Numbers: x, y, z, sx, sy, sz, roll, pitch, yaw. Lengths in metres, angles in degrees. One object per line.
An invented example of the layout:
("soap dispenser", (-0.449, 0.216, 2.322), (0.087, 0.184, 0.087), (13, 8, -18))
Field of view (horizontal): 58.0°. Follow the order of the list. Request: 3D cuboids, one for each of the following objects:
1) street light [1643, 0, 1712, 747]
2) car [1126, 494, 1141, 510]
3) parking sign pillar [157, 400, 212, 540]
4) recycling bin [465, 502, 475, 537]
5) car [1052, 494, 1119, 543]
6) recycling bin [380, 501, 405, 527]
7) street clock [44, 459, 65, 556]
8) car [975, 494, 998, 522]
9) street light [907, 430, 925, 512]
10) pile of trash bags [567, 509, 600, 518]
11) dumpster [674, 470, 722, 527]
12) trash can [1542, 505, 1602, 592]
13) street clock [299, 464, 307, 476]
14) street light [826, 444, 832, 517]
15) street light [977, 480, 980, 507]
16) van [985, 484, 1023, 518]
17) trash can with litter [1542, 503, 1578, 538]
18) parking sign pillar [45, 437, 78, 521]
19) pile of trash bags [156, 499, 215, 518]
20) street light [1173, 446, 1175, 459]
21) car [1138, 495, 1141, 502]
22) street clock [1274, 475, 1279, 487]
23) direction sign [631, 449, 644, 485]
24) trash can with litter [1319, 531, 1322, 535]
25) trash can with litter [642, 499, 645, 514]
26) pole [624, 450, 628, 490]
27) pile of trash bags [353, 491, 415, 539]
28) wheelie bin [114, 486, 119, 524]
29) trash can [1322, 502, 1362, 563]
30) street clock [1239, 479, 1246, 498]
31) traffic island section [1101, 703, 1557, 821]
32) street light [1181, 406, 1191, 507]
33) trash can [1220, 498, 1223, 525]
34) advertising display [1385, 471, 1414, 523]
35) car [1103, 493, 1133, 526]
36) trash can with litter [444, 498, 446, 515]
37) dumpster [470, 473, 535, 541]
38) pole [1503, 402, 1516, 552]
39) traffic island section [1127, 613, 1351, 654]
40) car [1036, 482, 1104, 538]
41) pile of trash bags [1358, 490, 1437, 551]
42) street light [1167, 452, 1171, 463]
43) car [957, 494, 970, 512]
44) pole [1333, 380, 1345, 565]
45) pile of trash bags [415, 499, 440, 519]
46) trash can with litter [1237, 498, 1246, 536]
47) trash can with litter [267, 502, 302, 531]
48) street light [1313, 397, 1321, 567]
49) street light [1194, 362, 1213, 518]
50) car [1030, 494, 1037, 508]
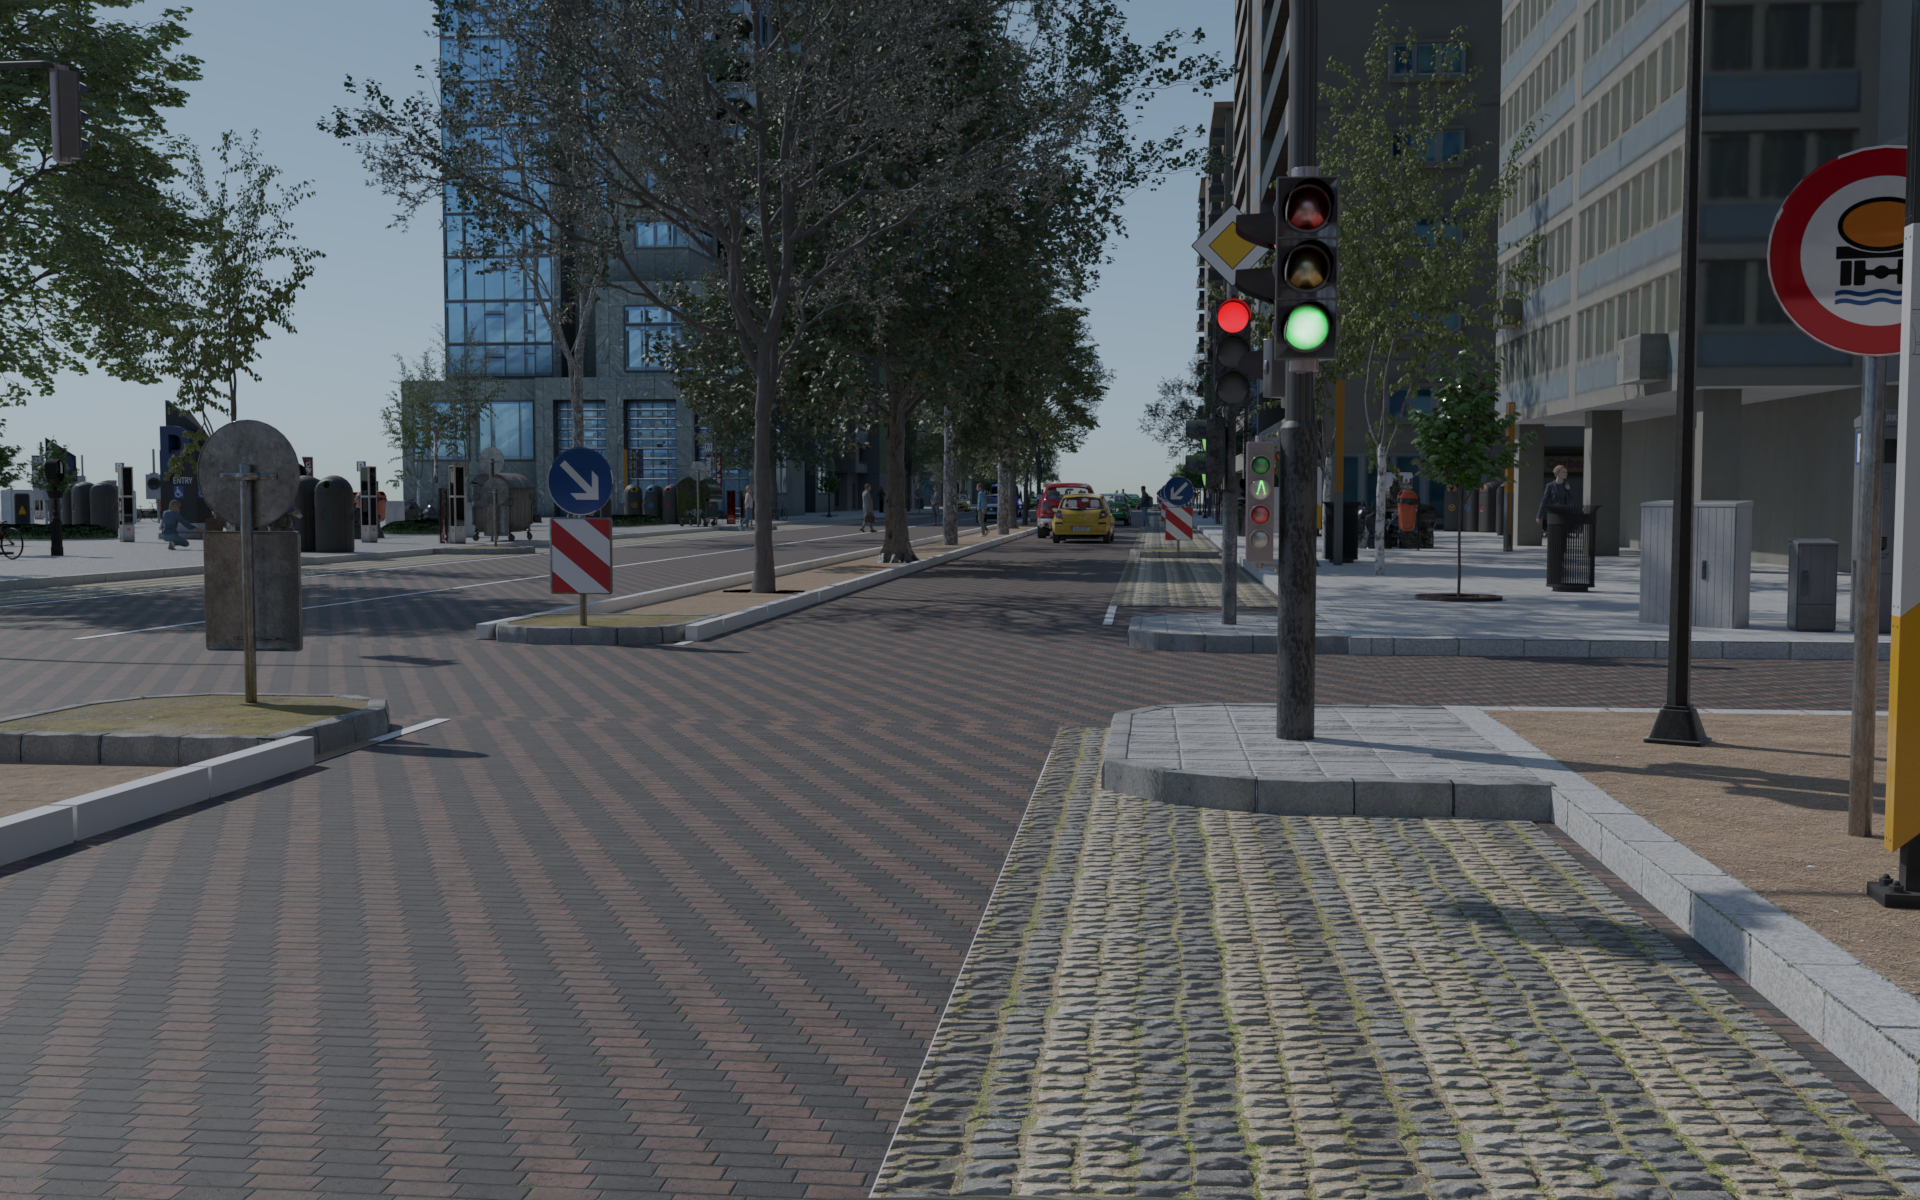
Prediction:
("street light", (3.175, -2.221, 8.847), (1.470, 5.913, 1.316), (0, 4, 6))
("car", (15.490, -9.069, 157.070), (1.959, 1.807, 4.718), (0, 4, 6))
("parking sign pillar", (-22.147, -3.725, 49.375), (1.447, 3.967, 1.447), (1, 4, 19))
("recycling bin", (-14.855, -2.392, 51.666), (0.722, 1.027, 0.722), (-1, 4, -18))
("car", (3.727, -2.547, 51.873), (2.015, 1.641, 3.980), (0, 4, 7))
("recycling bin", (-21.180, -3.185, 64.627), (0.722, 1.027, 0.722), (-2, 4, -35))
("street clock", (-18.792, -1.922, 35.992), (0.358, 2.002, 0.471), (0, 4, -7))
("car", (1.824, -4.834, 88.820), (2.009, 1.686, 4.222), (0, 4, 7))
("street light", (-3.221, -9.411, 126.406), (1.470, 5.913, 1.316), (0, 4, 6))
("pile of trash bags", (-16.682, -4.207, 78.531), (1.912, 1.369, 3.447), (0, 4, 0))
("dumpster", (-10.382, -4.045, 68.636), (1.502, 2.255, 1.985), (0, 4, 6))
("trash can", (8.050, -0.682, 22.812), (0.748, 1.137, 0.748), (0, 3, 0))
("street clock", (-15.739, -2.231, 41.051), (0.358, 2.002, 0.471), (3, 5, 43))
("street light", (-6.672, -7.499, 95.154), (1.470, 5.913, 1.316), (0, 4, 6))
("street light", (2.519, -12.570, 178.052), (1.470, 5.913, 1.316), (0, 4, 6))
("van", (2.827, -6.313, 107.608), (2.240, 2.365, 5.245), (0, 4, 5))
("trash can with litter", (17.677, -2.465, 51.362), (1.678, 1.210, 2.233), (-1, 4, -13))
("parking sign pillar", (-42.749, -5.748, 82.447), (1.447, 3.967, 1.447), (-2, 4, -34))
("pile of trash bags", (-37.938, -4.642, 85.643), (3.447, 1.369, 1.912), (-1, 4, -23))
("street light", (17.555, -9.997, 135.997), (1.470, 5.913, 1.316), (0, 4, 6))
("car", (17.970, -10.272, 180.306), (2.083, 1.381, 4.827), (0, 4, 5))
("street clock", (11.588, -3.661, 64.435), (0.471, 2.002, 0.358), (-2, 4, -27))
("direction sign", (-16.266, -5.836, 87.417), (0.876, 3.537, 0.379), (3, 5, 39))
("trash can with litter", (11.140, -2.631, 54.079), (1.678, 1.210, 2.233), (3, 4, 36))
("trash can with litter", (-15.746, -4.587, 86.379), (1.055, 1.170, 0.624), (3, 5, 40))
("pole", (-15.298, -5.226, 79.293), (0.158, 3.312, 0.155), (0, 3, 0))
("pile of trash bags", (-17.740, -2.505, 50.717), (1.912, 1.369, 3.447), (1, 4, 8))
("wheelie bin", (-32.212, -3.543, 65.829), (0.693, 1.594, 0.980), (1, 4, 23))
("trash can", (7.121, -1.263, 32.306), (0.748, 1.137, 0.748), (0, 3, 0))
("street clock", (13.289, -4.680, 81.084), (0.358, 2.002, 0.471), (-1, 4, -21))
("traffic island section", (1.779, 0.804, 9.130), (2.009, 0.180, 2.903), (0, 4, 6))
("street light", (12.405, -7.262, 91.272), (1.470, 5.913, 1.316), (0, 4, 6))
("trash can", (10.680, -3.495, 68.796), (0.748, 1.137, 0.748), (0, 3, 0))
("advertising display", (12.107, -2.619, 48.027), (0.974, 1.923, 0.123), (-1, 4, -11))
("car", (6.990, -4.354, 79.978), (1.959, 1.807, 4.718), (0, 4, 8))
("trash can with litter", (-27.372, -4.905, 91.580), (1.055, 1.170, 0.624), (3, 5, 41))
("dumpster", (-12.620, -2.569, 47.756), (1.264, 1.857, 1.865), (0, 4, 6))
("pole", (12.198, -2.728, 38.452), (0.158, 3.312, 0.155), (0, 3, 0))
("traffic island section", (2.672, 0.319, 17.065), (2.009, 0.180, 2.903), (0, 4, 6))
("car", (3.648, -2.996, 57.656), (2.281, 1.827, 5.304), (0, 4, 5))
("pile of trash bags", (10.257, -1.895, 40.736), (1.912, 1.369, 3.447), (0, 4, 3))
("street light", (20.985, -11.910, 167.270), (1.470, 5.913, 1.316), (0, 4, 6))
("car", (-0.138, -7.868, 138.861), (2.015, 1.641, 3.980), (0, 4, 5))
("pole", (6.810, -2.279, 31.113), (0.158, 3.312, 0.155), (0, 3, 0))
("pile of trash bags", (-22.347, -3.596, 68.542), (1.912, 1.369, 3.447), (3, 4, 36))
("trash can with litter", (8.668, -2.500, 52.265), (0.624, 1.170, 1.055), (3, 5, 41))
("trash can with litter", (-13.788, -1.452, 35.120), (0.624, 1.170, 1.055), (0, 4, -5))
("street light", (5.673, -3.549, 30.566), (1.470, 5.913, 1.316), (0, 4, 6))
("street light", (9.017, -5.400, 60.838), (1.470, 5.913, 1.316), (0, 4, 6))
("car", (8.129, -10.371, 178.369), (1.959, 1.807, 4.718), (0, 4, 5))
